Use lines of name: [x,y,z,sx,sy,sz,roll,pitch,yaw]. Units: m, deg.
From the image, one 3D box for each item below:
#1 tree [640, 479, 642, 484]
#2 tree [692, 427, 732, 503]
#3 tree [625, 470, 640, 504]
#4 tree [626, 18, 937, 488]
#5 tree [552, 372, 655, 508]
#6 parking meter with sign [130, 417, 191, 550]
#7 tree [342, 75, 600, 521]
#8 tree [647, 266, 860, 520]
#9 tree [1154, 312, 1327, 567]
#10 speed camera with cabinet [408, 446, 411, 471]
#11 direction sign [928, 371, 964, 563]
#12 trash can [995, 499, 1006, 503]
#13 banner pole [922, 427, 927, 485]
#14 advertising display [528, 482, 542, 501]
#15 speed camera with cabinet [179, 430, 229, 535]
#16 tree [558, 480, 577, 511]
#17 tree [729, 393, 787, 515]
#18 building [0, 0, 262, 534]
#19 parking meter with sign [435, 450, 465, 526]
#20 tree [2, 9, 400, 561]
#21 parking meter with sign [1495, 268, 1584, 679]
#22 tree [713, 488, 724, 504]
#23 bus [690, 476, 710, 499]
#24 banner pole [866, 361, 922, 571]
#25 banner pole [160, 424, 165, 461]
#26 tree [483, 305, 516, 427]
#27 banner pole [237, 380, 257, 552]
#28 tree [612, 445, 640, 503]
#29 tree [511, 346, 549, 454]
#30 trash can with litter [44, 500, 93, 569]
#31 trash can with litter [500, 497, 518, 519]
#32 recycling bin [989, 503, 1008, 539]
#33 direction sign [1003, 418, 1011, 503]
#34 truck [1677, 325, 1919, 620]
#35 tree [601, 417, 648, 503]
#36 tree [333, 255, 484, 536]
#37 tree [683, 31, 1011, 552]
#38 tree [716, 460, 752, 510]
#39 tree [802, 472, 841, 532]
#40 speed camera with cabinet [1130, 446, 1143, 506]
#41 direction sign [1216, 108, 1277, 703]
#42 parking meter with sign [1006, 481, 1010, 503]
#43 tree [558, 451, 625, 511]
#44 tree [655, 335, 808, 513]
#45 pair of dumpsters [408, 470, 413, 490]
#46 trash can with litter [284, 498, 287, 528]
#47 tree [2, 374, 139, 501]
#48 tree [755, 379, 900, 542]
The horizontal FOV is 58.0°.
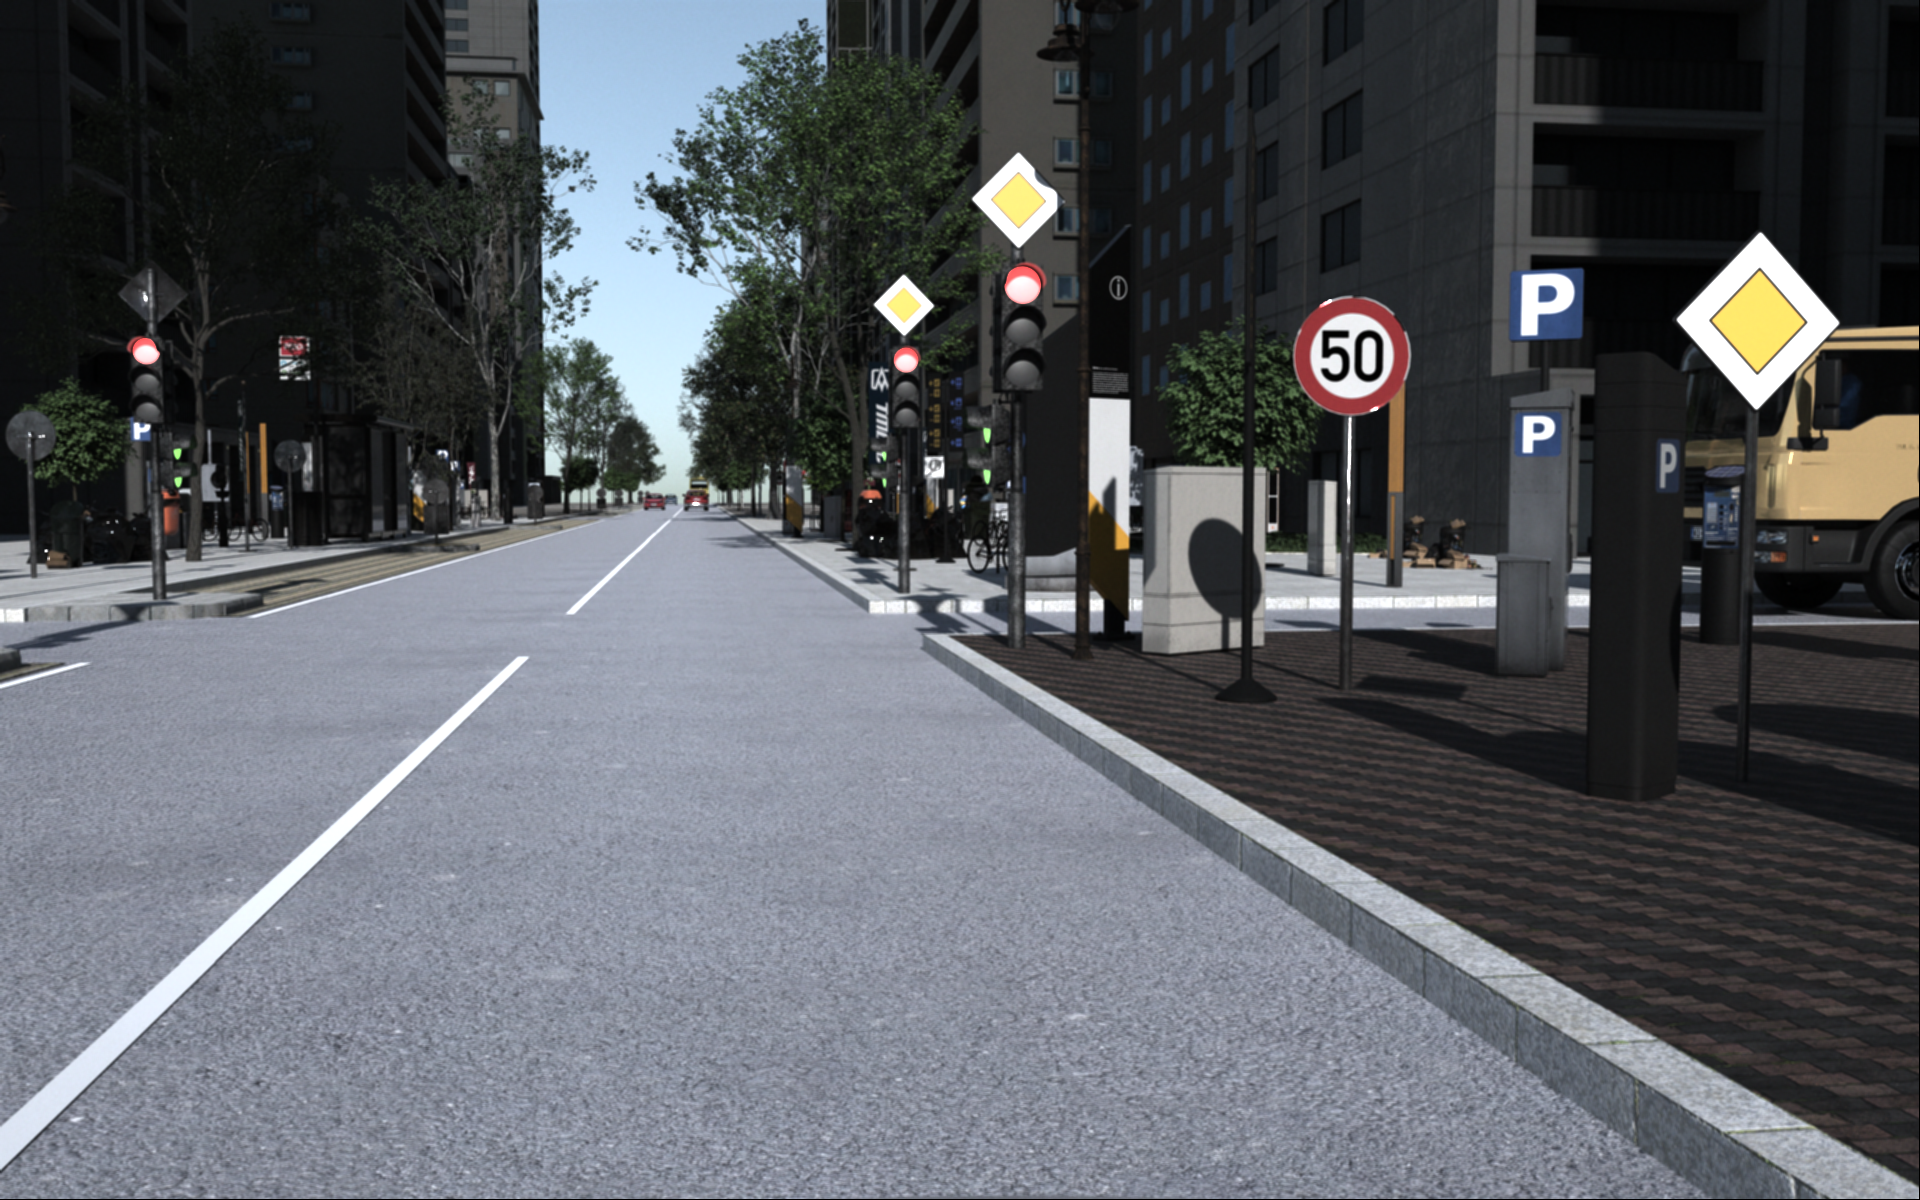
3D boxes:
tree: [-43.976,-15.115,230.849,4.285,4.588,4.351,0,3,0]
tree: [-26.764,-17.142,198.391,7.486,12.596,7.792,0,3,0]
tree: [-39.134,-12.956,195.549,4.285,4.588,4.351,0,3,0]
tree: [-7.417,-13.205,71.793,12.611,20.169,13.585,0,3,0]
tree: [-34.250,-15.580,165.103,12.009,13.543,11.850,0,3,0]
parking meter with sign: [-18.344,-2.671,39.937,0.543,3.016,1.738,0,4,5]
tree: [-23.046,-13.784,81.263,12.611,20.169,13.585,0,3,0]
tree: [-9.371,-10.411,87.231,9.611,12.733,9.660,0,3,0]
tree: [5.008,-2.877,30.759,4.285,4.588,4.351,0,3,0]
speed camera with cabinet: [-23.032,-4.780,72.492,0.660,3.252,2.038,0,4,-4]
direction sign: [-0.267,-2.461,32.234,0.876,3.537,0.379,3,5,41]
trash can: [1.419,-2.527,52.970,0.748,1.137,0.748,0,3,0]
banner pole: [-1.184,-4.104,57.110,0.863,3.779,0.401,3,5,41]
advertising display: [-23.302,-5.490,94.971,0.974,1.923,0.123,2,4,34]
speed camera with cabinet: [-23.305,-3.564,52.612,0.660,3.252,2.038,3,4,36]
tree: [-29.987,-8.422,132.300,1.663,3.219,1.824,0,3,0]
tree: [-11.924,-9.397,104.000,4.360,8.622,3.978,0,3,0]
building: [-37.739,-38.159,62.155,20.563,71.187,20.611,-1,4,-9]
parking meter with sign: [-20.277,-4.432,68.729,0.543,3.016,1.738,0,4,-1]
tree: [-14.304,-6.020,32.844,7.601,10.594,8.767,-1,4,-20]
parking meter with sign: [4.251,-1.010,12.770,0.543,3.016,1.738,1,4,22]
tree: [-29.972,-16.483,219.867,4.737,8.622,4.395,0,3,0]
bus: [-36.044,-15.177,239.688,2.896,3.916,12.252,0,4,-8]
banner pole: [-1.145,-2.378,28.902,0.863,3.779,0.401,-1,4,-18]
banner pole: [-24.901,-3.914,54.008,0.863,3.779,0.401,3,4,38]
tree: [-18.198,-6.870,62.683,4.360,8.622,3.978,0,3,0]
banner pole: [-15.921,-2.963,38.462,0.401,3.779,0.863,-2,4,-35]
tree: [-46.503,-17.806,241.486,4.360,8.622,3.978,0,3,0]
tree: [-25.667,-11.471,113.298,9.928,11.665,9.643,0,3,0]
trash can with litter: [-15.459,-1.138,30.000,0.624,1.170,1.055,-1,4,-15]
trash can with litter: [-24.218,-4.902,91.208,2.233,1.210,1.678,-1,4,-11]
recycling bin: [1.165,-2.286,49.936,0.722,1.027,0.722,-2,4,-30]
direction sign: [1.314,-3.643,51.564,0.379,3.537,0.876,2,4,34]
truck: [12.828,-1.535,21.020,9.791,3.379,3.469,-1,4,-8]
tree: [-47.810,-20.450,251.367,9.611,12.733,9.660,0,3,0]
tree: [-17.006,-6.284,53.113,4.360,8.622,3.978,0,3,0]
tree: [-2.318,-6.923,38.951,9.928,11.665,9.643,0,3,0]
tree: [-18.222,-9.783,143.663,4.285,4.588,4.351,0,3,0]
tree: [-4.799,-3.973,59.552,1.663,3.219,1.824,0,3,0]
speed camera with cabinet: [3.774,-2.411,33.753,2.038,3.252,0.660,-1,4,-20]
direction sign: [1.785,-1.143,10.691,0.379,3.537,0.876,1,4,11]
parking meter with sign: [2.190,-4.820,75.064,0.543,3.016,1.738,0,4,6]
tree: [-28.111,-8.829,128.062,4.285,4.588,4.351,0,3,0]
tree: [-13.860,-12.547,115.515,12.009,13.543,11.850,0,3,0]
pair of dumpsters: [-21.879,-3.938,66.880,1.574,2.255,4.437,-1,4,-8]
trash can with litter: [-25.801,-3.346,66.096,1.055,1.170,0.624,0,4,3]
tree: [-24.447,-3.906,47.571,4.285,4.588,4.351,0,3,0]
tree: [-3.153,-3.853,46.716,4.285,4.588,4.351,0,3,0]
